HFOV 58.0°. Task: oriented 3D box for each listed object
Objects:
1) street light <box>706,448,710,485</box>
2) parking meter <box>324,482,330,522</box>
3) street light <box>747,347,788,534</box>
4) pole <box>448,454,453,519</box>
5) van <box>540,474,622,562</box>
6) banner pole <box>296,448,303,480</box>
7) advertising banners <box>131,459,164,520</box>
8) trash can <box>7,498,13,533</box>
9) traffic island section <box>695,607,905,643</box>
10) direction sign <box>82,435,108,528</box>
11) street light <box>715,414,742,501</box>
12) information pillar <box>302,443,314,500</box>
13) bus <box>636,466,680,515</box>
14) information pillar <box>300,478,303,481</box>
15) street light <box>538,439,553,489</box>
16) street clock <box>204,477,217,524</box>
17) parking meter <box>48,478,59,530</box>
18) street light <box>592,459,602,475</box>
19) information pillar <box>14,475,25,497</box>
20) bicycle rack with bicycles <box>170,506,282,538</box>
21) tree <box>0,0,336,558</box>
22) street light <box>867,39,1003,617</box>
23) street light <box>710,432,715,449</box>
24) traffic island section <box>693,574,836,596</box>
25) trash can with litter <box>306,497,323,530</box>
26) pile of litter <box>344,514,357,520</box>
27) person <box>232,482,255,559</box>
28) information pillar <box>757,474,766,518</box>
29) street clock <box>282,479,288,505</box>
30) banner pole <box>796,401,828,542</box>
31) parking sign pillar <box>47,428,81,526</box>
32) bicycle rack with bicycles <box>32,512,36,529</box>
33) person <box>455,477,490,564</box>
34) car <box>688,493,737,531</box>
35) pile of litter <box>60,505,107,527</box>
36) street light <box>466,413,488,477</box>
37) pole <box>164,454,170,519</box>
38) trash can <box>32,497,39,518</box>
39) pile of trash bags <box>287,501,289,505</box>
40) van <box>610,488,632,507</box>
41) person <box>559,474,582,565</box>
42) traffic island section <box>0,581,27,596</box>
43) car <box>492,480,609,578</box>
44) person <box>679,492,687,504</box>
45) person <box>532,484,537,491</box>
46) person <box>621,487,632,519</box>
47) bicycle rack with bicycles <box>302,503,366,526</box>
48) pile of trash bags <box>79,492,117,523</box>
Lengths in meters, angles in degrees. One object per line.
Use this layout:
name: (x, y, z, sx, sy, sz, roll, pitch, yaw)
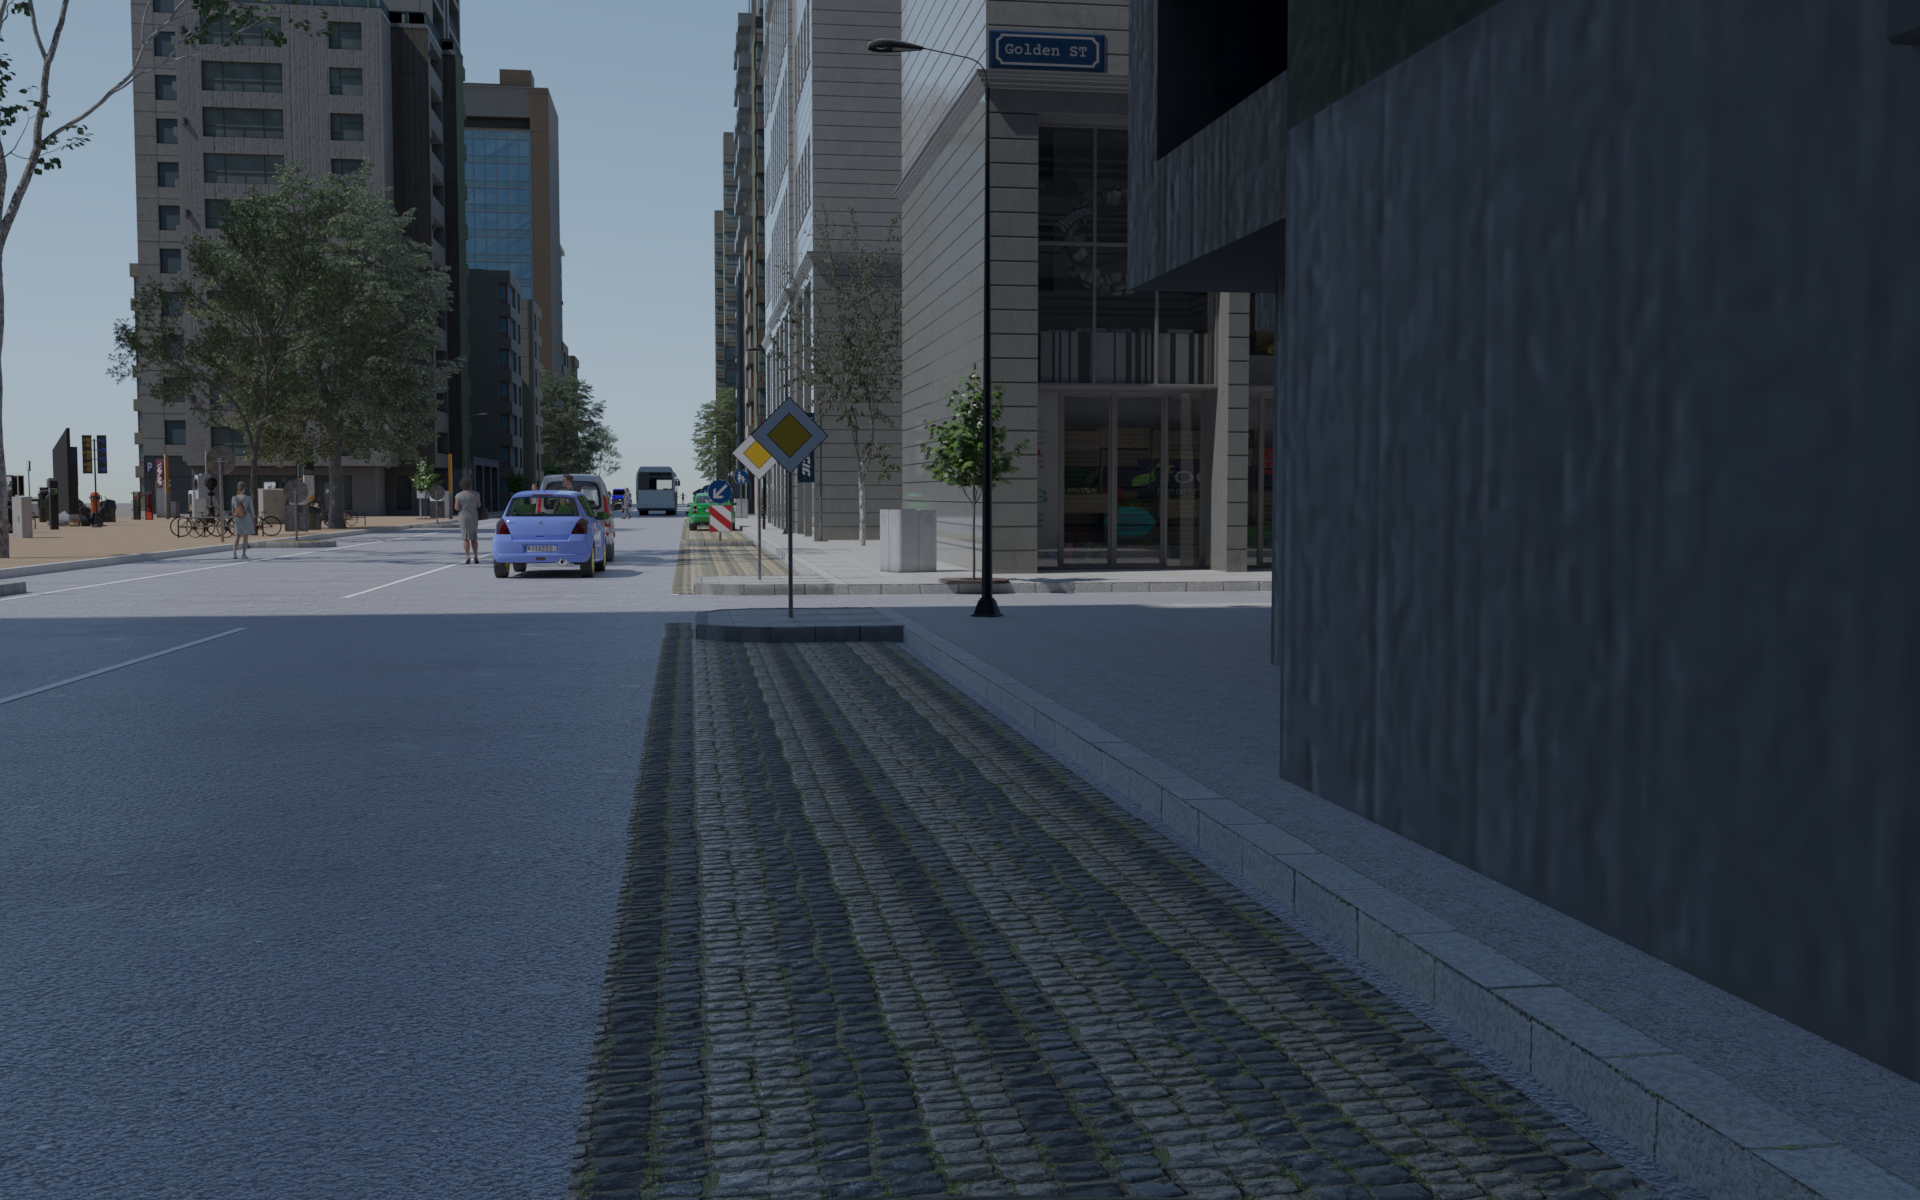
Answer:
street light: (-24.942, -12.385, 175.030, 1.470, 5.913, 1.316, -1, 4, -9)
parking meter: (-28.590, -4.454, 78.528, 0.399, 1.863, 0.255, 1, 4, 22)
street light: (-6.044, -5.041, 54.963, 1.470, 5.913, 1.316, -1, 4, -9)
pole: (-25.961, -5.775, 88.257, 0.158, 3.312, 0.155, 0, 3, 0)
van: (-8.433, -1.895, 37.992, 2.013, 2.044, 4.112, -1, 4, -11)
banner pole: (-33.764, -6.029, 88.591, 0.401, 3.779, 0.863, 0, 4, 7)
advertising banners: (-40.164, -5.474, 85.681, 2.074, 3.025, 0.090, 1, 4, 18)
trash can: (-31.119, -2.751, 56.626, 0.748, 1.137, 0.748, 0, 3, 0)
traffic island section: (-1.741, 0.259, 18.039, 2.009, 0.180, 2.903, -1, 4, -9)
direction sign: (-33.158, -4.552, 66.420, 0.876, 3.537, 0.379, -1, 4, -10)
street light: (-13.238, -7.812, 100.274, 1.470, 5.913, 1.316, -1, 4, -9)
information pillar: (-28.746, -5.201, 76.397, 0.183, 3.616, 0.504, 3, 5, 40)
bus: (-21.183, -7.745, 121.489, 2.948, 3.499, 13.247, -1, 4, -8)
information pillar: (-30.731, -4.691, 81.183, 0.304, 2.012, 0.304, -1, 4, -13)
street light: (-34.787, -10.568, 145.328, 1.470, 5.913, 1.316, -1, 4, -9)
street clock: (-32.515, -4.321, 75.220, 0.358, 2.002, 0.471, 2, 4, 35)
parking meter: (-32.605, -3.462, 62.308, 0.255, 1.863, 0.399, -3, 4, -37)
street light: (-47.677, -15.590, 227.429, 1.470, 5.913, 1.316, -1, 4, -9)
information pillar: (-36.749, -3.861, 67.617, 0.304, 2.012, 0.304, 1, 4, 18)
bicycle rack with bicycles: (-22.036, -2.326, 51.415, 2.925, 0.926, 2.852, 0, 4, 1)
tree: (-19.476, -10.988, 35.535, 12.611, 20.169, 13.585, 0, 3, 0)
street light: (-0.252, -2.776, 17.928, 1.470, 5.913, 1.316, -1, 4, -9)
street light: (-17.758, -9.597, 129.451, 1.470, 5.913, 1.316, -1, 4, -9)
traffic island section: (-2.977, -0.223, 25.929, 2.009, 0.180, 2.903, -1, 4, -9)
trash can with litter: (-23.148, -3.059, 61.397, 1.055, 1.170, 0.624, 0, 3, 0)
pile of litter: (-30.500, -4.354, 85.160, 1.719, 0.858, 1.176, -1, 4, -22)
person: (-15.792, -1.749, 38.105, 0.512, 1.701, 0.522, -1, 4, -9)
information pillar: (-10.447, -6.107, 91.207, 0.504, 3.616, 0.183, 0, 4, 4)
street clock: (-32.852, -4.880, 84.365, 0.358, 2.002, 0.471, -1, 4, -10)
banner pole: (-3.996, -3.472, 46.784, 0.863, 3.779, 0.401, 0, 4, -4)
parking sign pillar: (-36.638, -5.044, 70.937, 1.447, 3.967, 1.447, 3, 4, 38)
bicycle rack with bicycles: (-35.186, -3.077, 63.693, 2.852, 0.926, 2.925, 1, 4, 9)
person: (-10.018, -1.631, 35.520, 0.716, 1.782, 0.532, -2, 4, -30)
car: (-9.801, -3.655, 68.554, 1.959, 1.807, 4.718, 0, 4, -8)
pile of litter: (-34.744, -3.341, 68.587, 1.719, 0.858, 1.176, -2, 4, -26)
street light: (-27.791, -7.768, 99.553, 1.470, 5.913, 1.316, -1, 4, -9)
pole: (-40.436, -5.777, 88.294, 0.158, 3.312, 0.155, 0, 3, 0)
trash can: (-49.386, -4.943, 92.467, 0.748, 1.137, 0.748, 0, 3, 0)
pile of trash bags: (-36.963, -5.151, 93.964, 1.912, 1.369, 3.447, -3, 4, -38)
van: (-36.188, -11.061, 185.225, 2.240, 2.365, 5.245, 0, 4, -7)
person: (-7.994, -1.642, 35.251, 0.656, 1.842, 0.836, -2, 4, -32)
traffic island section: (-14.430, -0.114, 24.147, 2.009, 0.180, 2.903, -1, 4, -9)
car: (-7.287, -1.308, 30.970, 1.945, 1.707, 3.694, 0, 4, -7)
person: (-38.265, -14.076, 239.353, 1.217, 1.735, 0.721, 0, 4, 8)
person: (-15.499, -3.340, 63.201, 0.635, 1.810, 0.391, 2, 4, 32)
person: (-19.142, -5.546, 99.279, 0.767, 1.812, 0.694, -2, 4, -33)
bicycle rack with bicycles: (-25.281, -3.410, 69.136, 2.852, 0.926, 2.925, 2, 4, 24)
pile of trash bags: (-39.172, -4.191, 78.279, 1.912, 1.369, 3.447, -2, 4, -31)
